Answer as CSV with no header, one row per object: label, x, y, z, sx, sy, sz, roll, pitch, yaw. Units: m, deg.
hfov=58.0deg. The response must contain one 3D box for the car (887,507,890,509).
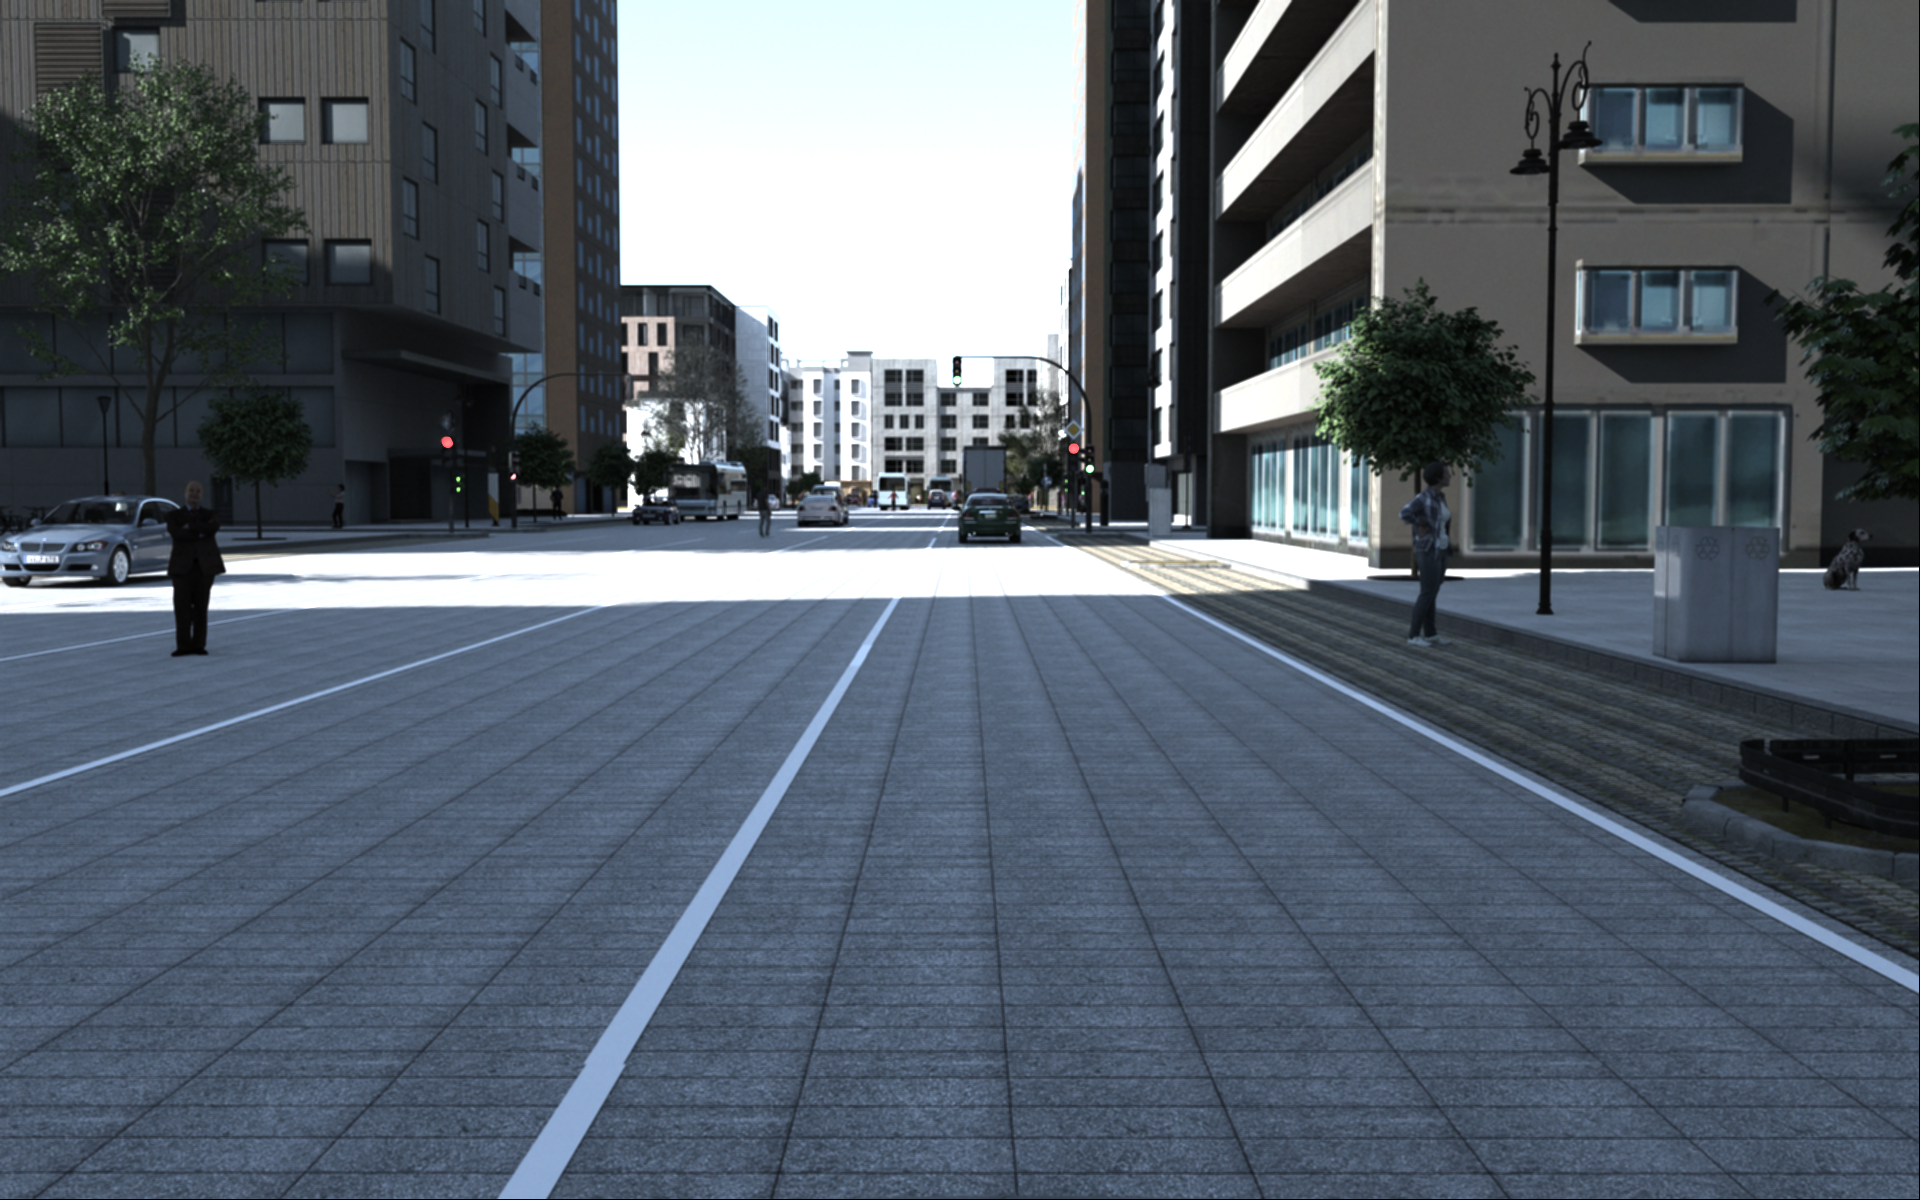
car,-6.450,-9.951,172.491,2.009,1.686,4.222,0,4,2

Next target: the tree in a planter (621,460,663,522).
tree in a planter,-16.419,-5.657,89.722,1.991,3.239,1.994,0,3,0

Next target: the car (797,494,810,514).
car,-9.960,-6.644,117.420,1.959,1.807,4.718,0,4,2

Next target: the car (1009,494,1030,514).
car,4.185,-7.063,127.488,2.014,1.417,4.499,0,4,-1

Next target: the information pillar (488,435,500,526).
information pillar,-18.569,-4.745,68.937,0.504,3.616,0.183,2,4,31

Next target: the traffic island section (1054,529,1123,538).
traffic island section,4.258,-2.132,57.138,2.009,0.180,2.903,0,3,0

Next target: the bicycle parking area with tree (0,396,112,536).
bicycle parking area with tree,-27.770,-3.907,50.881,8.231,4.147,9.016,1,4,15

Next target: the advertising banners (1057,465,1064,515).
advertising banners,6.112,-6.657,105.021,0.090,3.025,2.074,1,4,14

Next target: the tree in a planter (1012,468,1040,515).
tree in a planter,4.369,-7.304,116.636,1.991,3.239,1.994,0,3,0

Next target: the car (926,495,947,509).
car,-2.230,-9.290,164.477,1.945,1.354,3.894,0,4,-2

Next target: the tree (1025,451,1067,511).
tree,6.560,-9.055,131.767,4.285,4.588,4.351,0,3,0

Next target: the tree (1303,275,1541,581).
tree,6.898,-2.586,25.989,4.285,4.588,4.351,0,3,0

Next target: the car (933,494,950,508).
car,-2.071,-10.630,184.024,2.015,1.641,3.980,0,4,0

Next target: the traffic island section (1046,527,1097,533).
traffic island section,4.273,-2.620,65.123,2.009,0.180,2.903,0,3,0

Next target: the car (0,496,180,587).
car,-13.924,-0.999,28.339,2.014,1.417,4.499,0,4,-1

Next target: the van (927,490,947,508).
van,-2.303,-10.176,173.387,2.013,2.044,4.112,0,4,0

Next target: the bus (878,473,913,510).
bus,-5.907,-9.942,157.413,2.948,3.499,13.247,0,3,0

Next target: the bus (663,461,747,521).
bus,-13.730,-6.093,94.476,2.948,3.499,13.247,0,3,0

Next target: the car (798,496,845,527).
car,-6.205,-3.977,77.391,2.083,1.381,4.827,0,4,0

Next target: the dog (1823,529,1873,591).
dog,11.896,-0.546,23.309,0.513,0.831,0.800,1,4,14

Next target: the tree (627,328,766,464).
tree,-19.351,-13.317,128.110,12.009,13.543,11.850,0,3,0

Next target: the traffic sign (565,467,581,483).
traffic sign,-18.697,-5.131,83.617,0.795,2.593,0.064,0,4,1

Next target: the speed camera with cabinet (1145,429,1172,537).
speed camera with cabinet,6.009,-3.549,52.363,0.660,3.252,2.038,0,3,0

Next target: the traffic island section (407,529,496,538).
traffic island section,-16.804,-2.135,57.182,2.009,0.180,2.903,0,3,0

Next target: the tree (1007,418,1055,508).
tree,6.918,-12.757,158.938,4.360,8.622,3.978,0,3,0

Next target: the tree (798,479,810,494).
tree,-18.952,-12.965,206.580,1.663,3.219,1.824,0,3,0

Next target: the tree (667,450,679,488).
tree,-19.296,-7.735,110.187,4.285,4.588,4.351,0,3,0

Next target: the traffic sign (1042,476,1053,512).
traffic sign,6.084,-7.397,121.043,0.768,2.556,0.104,0,4,4

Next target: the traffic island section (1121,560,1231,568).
traffic island section,4.209,-0.692,34.186,1.991,0.108,1.994,0,3,0

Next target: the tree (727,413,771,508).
tree,-18.633,-12.427,153.544,4.737,8.622,4.395,0,3,0

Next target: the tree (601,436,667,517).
tree,-19.624,-6.992,98.035,4.285,4.588,4.351,0,3,0

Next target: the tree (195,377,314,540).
tree,-19.778,-3.980,48.785,4.285,4.588,4.351,0,3,0

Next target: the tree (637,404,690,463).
tree,-23.287,-11.458,137.693,4.737,8.622,4.395,0,3,0

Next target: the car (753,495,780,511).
car,-16.502,-8.293,147.957,2.083,1.381,4.827,0,4,1

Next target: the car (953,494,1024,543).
car,0.863,-2.445,51.777,2.131,1.459,4.920,0,4,0

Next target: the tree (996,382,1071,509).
tree,6.691,-12.899,145.313,8.767,10.594,7.601,2,4,24

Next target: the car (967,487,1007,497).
car,1.522,-5.381,96.660,2.281,1.827,5.304,0,4,1

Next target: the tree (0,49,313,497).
tree,-19.206,-7.047,40.981,9.928,11.665,9.643,0,3,0

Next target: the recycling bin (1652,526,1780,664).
recycling bin,5.861,-0.055,13.453,0.722,1.027,0.722,0,4,4

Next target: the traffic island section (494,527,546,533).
traffic island section,-16.789,-2.623,65.167,2.009,0.180,2.903,0,3,0

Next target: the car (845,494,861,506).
car,-12.862,-12.151,207.701,2.155,1.783,4.494,0,4,2

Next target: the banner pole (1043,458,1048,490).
banner pole,6.059,-8.075,122.038,0.401,3.779,0.863,-1,4,-23

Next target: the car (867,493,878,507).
car,-9.533,-11.373,195.544,1.945,1.707,3.694,0,4,1

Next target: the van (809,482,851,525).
van,-6.247,-4.615,82.463,2.013,2.044,4.112,0,4,1

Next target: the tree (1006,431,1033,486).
tree,6.515,-15.272,200.056,4.737,8.622,4.395,0,3,0

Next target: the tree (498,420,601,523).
tree,-18.849,-5.708,77.037,4.285,4.588,4.351,0,3,0

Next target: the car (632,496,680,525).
car,-14.260,-4.207,81.364,1.945,1.354,3.894,0,4,0

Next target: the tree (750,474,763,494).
tree,-19.774,-10.689,169.360,1.663,3.219,1.824,0,3,0

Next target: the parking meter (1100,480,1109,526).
parking meter,5.841,-3.937,70.080,0.255,1.863,0.399,-1,4,-15

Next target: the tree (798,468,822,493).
tree,-18.779,-14.273,217.084,4.285,4.588,4.351,0,3,0

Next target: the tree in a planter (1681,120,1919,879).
tree in a planter,4.170,-0.607,7.147,1.991,3.239,1.994,0,3,0

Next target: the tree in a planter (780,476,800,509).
tree in a planter,-16.278,-10.378,166.901,1.991,3.239,1.994,0,3,0
